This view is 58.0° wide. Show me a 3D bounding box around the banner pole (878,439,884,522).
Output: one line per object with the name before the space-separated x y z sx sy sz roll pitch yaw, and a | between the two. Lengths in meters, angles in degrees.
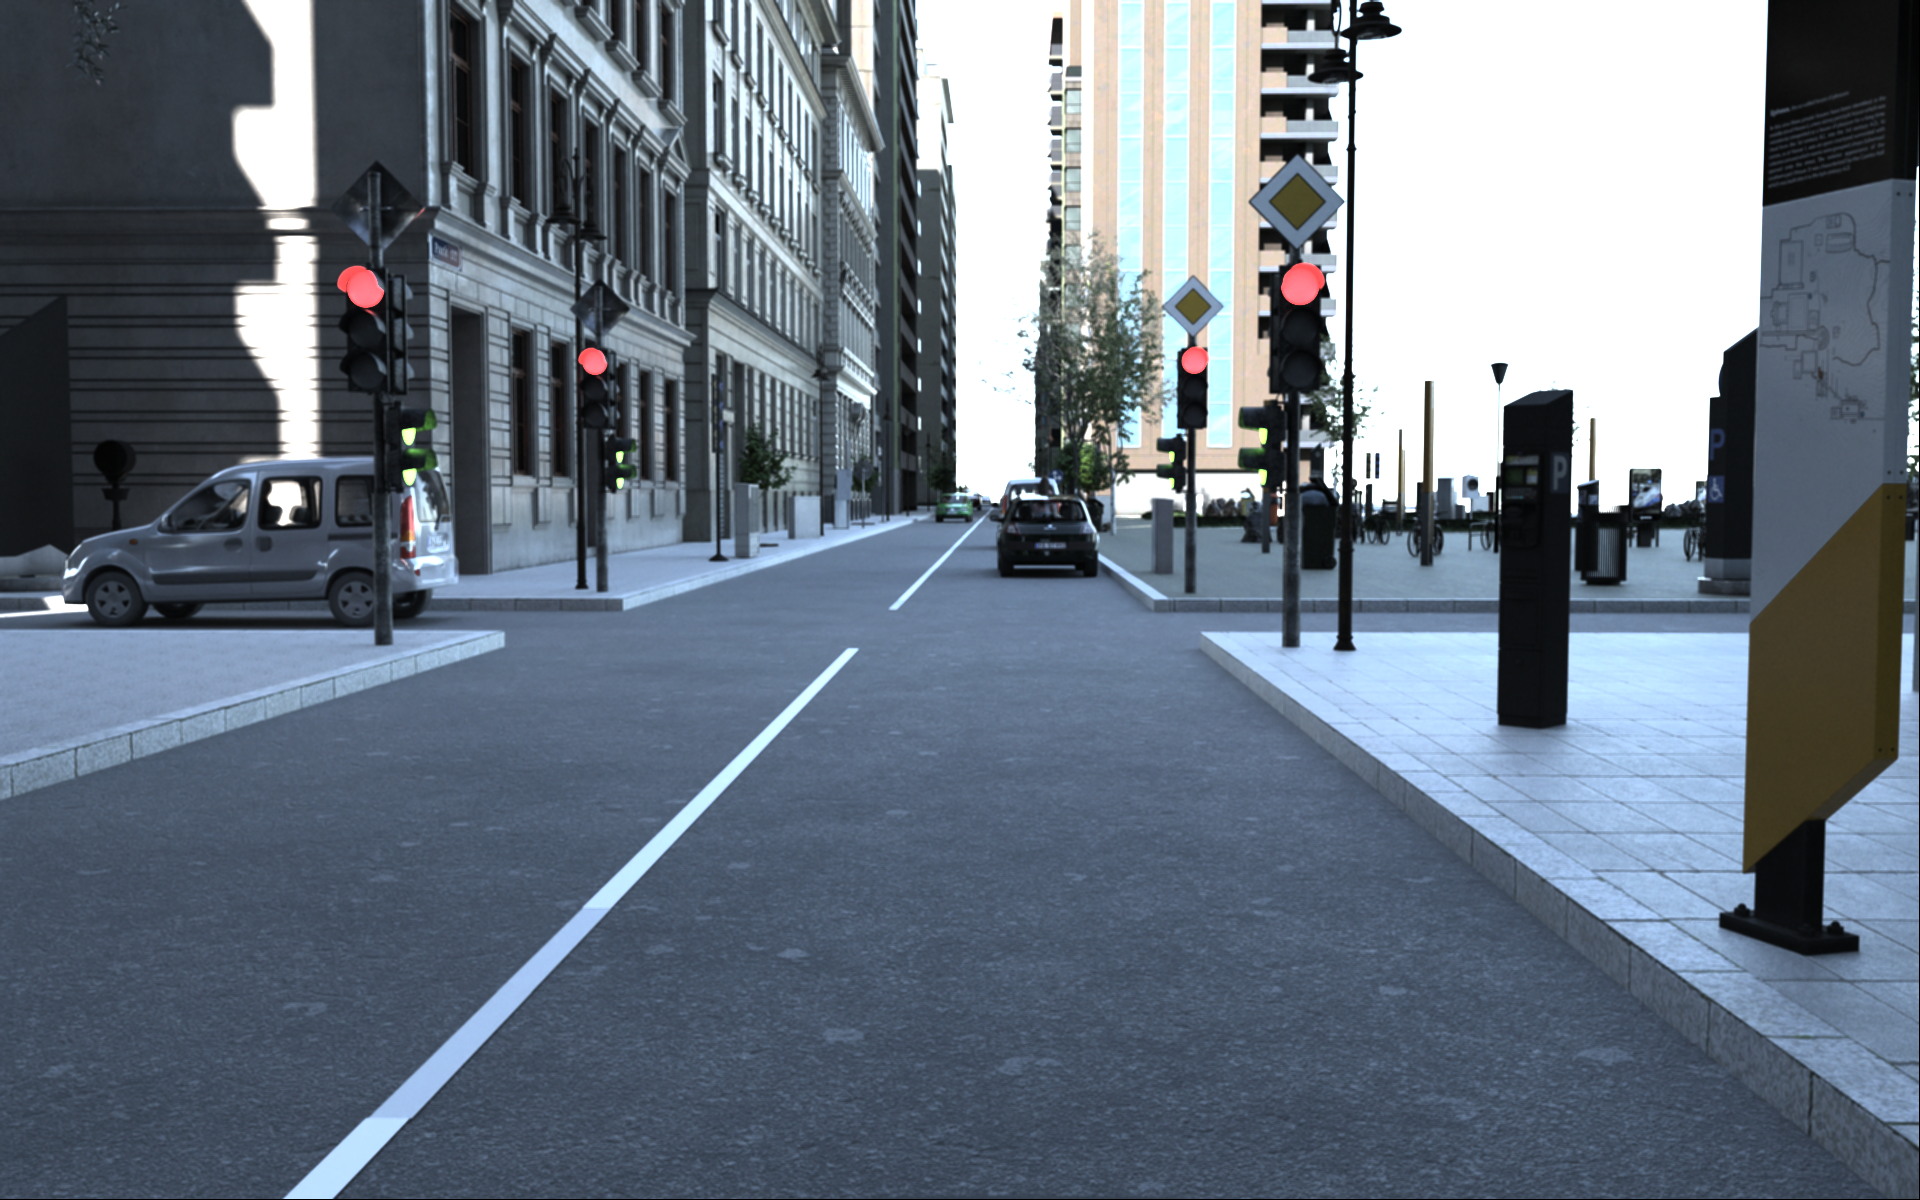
banner pole | -3.551 -5.381 77.998 0.401 3.779 0.863 1 4 17

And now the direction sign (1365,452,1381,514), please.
direction sign | 22.241 -6.199 93.348 0.876 3.537 0.379 -1 4 -14

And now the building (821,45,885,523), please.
building | -9.885 -15.645 84.681 11.050 23.489 19.941 0 4 2

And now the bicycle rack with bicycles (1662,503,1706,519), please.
bicycle rack with bicycles | 27.903 -3.312 67.535 2.852 0.926 2.925 2 4 32

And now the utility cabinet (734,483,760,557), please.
utility cabinet | -4.296 -1.614 35.060 0.318 1.500 1.173 0 4 3

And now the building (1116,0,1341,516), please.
building | 14.620 -27.843 105.352 14.600 45.320 14.200 0 4 2

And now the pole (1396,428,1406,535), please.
pole | 13.644 -3.661 53.704 0.158 3.312 0.155 0 3 0

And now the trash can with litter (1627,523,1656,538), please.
trash can with litter | 19.541 -2.353 49.865 0.624 1.170 1.055 -3 4 -39

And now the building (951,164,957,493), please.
building | -11.357 -37.807 241.850 21.300 48.544 21.600 0 4 2

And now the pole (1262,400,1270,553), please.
pole | 6.675 -2.684 37.718 0.158 3.312 0.155 0 3 0

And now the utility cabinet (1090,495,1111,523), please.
utility cabinet | 6.307 -4.038 77.182 1.020 1.237 0.306 -2 4 -24

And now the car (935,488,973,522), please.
car | -0.292 -4.895 88.832 1.959 1.807 4.718 0 4 3

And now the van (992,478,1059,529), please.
van | 1.847 -2.377 45.881 2.013 2.044 4.112 0 4 1

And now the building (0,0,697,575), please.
building | -12.343 -12.115 34.245 11.583 22.565 21.152 0 4 2

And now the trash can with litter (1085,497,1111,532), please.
trash can with litter | 4.715 -2.894 58.699 1.055 1.170 0.624 -3 4 -39

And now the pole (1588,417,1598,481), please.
pole | 16.790 -3.190 46.001 0.158 3.312 0.155 0 3 0

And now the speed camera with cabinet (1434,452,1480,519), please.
speed camera with cabinet | 23.329 -5.321 81.339 2.038 3.252 0.660 -1 4 -10

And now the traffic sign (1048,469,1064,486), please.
traffic sign | 4.867 -5.364 87.807 0.768 2.556 0.104 0 4 4

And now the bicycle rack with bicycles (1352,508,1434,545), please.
bicycle rack with bicycles | 11.231 -1.931 44.958 2.852 0.926 2.925 1 4 16

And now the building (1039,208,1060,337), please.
building | 18.311 -34.586 249.077 14.154 41.232 14.086 0 4 2

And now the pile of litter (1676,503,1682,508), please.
pile of litter | 36.949 -4.582 88.881 1.719 0.858 1.176 3 5 42

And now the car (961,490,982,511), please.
car | 0.847 -8.801 152.563 2.281 1.827 5.304 0 4 2

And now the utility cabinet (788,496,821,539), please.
utility cabinet | -4.475 -2.360 49.749 0.306 1.237 1.020 3 5 43

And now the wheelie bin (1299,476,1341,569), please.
wheelie bin | 6.093 -1.332 29.679 0.693 1.594 0.980 0 4 -4

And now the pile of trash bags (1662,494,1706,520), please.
pile of trash bags | 31.698 -4.066 76.227 3.447 1.369 1.912 -2 4 -26

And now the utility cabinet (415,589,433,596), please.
utility cabinet | -7.210 -0.664 22.023 1.020 1.237 0.306 1 4 21

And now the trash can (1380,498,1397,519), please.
trash can | 15.640 -3.137 62.945 0.748 1.137 0.748 0 3 0

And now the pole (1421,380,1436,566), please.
pole | 8.381 -2.272 30.998 0.158 3.312 0.155 0 3 0

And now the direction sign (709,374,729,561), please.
direction sign | -4.625 -2.513 33.086 0.379 3.537 0.876 0 4 4

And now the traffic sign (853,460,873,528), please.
traffic sign | -3.658 -3.989 65.329 0.768 2.556 0.104 0 4 3

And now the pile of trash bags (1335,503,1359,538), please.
pile of trash bags | 10.620 -2.486 50.398 1.912 1.369 3.447 1 4 12

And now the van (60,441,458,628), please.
van | -7.797 -0.753 19.326 4.112 2.044 2.013 0 4 1

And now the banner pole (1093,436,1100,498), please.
banner pole | 5.697 -5.031 72.266 0.401 3.779 0.863 -1 4 -18

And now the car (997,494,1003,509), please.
car | 4.637 -9.693 168.267 2.009 1.686 4.222 0 4 1

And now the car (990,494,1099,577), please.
car | 1.549 -1.323 31.416 2.009 1.686 4.222 0 4 0

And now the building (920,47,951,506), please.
building | -12.348 -34.811 192.855 21.300 48.544 21.600 0 4 2

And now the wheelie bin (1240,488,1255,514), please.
wheelie bin | 14.267 -4.774 85.967 0.693 1.594 0.980 0 4 0

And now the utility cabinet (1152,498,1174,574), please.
utility cabinet | 3.321 -1.052 28.368 0.306 1.237 1.020 0 4 3

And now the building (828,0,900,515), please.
building | -11.138 -25.749 104.585 14.154 41.232 14.086 0 4 2

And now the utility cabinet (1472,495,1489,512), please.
utility cabinet | 27.244 -4.876 90.885 1.020 1.237 0.306 -1 4 -19

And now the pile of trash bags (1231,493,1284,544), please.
pile of trash bags | 8.336 -2.205 45.812 1.912 1.369 3.447 1 4 13

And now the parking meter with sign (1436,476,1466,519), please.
parking meter with sign | 20.444 -4.684 72.852 1.738 3.016 0.543 3 5 42

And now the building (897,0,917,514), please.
building | -14.246 -30.509 122.518 21.300 48.544 21.600 0 4 2

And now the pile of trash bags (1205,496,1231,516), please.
pile of trash bags | 14.367 -4.973 91.065 1.912 1.369 3.447 3 5 39

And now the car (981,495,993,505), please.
car | 3.355 -13.484 232.818 2.083 1.381 4.827 0 4 2

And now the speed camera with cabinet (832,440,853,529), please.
speed camera with cabinet | -4.361 -4.248 63.792 0.660 3.252 2.038 -1 4 -8

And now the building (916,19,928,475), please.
building | -14.908 -32.349 148.509 23.786 49.044 30.456 0 4 2

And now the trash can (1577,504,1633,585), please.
trash can | 9.107 -0.785 24.483 0.748 1.137 0.748 0 3 0

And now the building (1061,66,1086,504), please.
building | 14.053 -21.333 120.502 14.160 30.474 14.107 0 4 2

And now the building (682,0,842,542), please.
building | -13.509 -13.856 59.832 16.112 22.955 30.059 0 4 2

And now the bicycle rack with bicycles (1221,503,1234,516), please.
bicycle rack with bicycles | 12.231 -3.708 74.014 2.852 0.926 2.925 1 4 11

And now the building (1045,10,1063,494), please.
building | 18.948 -30.736 157.163 22.147 44.769 28.867 0 4 2

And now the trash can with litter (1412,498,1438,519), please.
trash can with litter | 18.967 -3.638 70.872 1.055 1.170 0.624 -1 4 -17

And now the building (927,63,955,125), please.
building | -15.325 -38.415 217.317 28.713 52.752 27.495 0 4 2

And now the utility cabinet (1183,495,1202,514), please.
utility cabinet | 13.093 -5.272 97.356 1.020 1.237 0.306 0 4 -1

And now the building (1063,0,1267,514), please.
building | 15.090 -29.632 134.602 14.600 45.320 14.200 0 4 2

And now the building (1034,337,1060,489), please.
building | 22.787 -21.963 204.142 27.650 21.520 28.899 0 4 2
